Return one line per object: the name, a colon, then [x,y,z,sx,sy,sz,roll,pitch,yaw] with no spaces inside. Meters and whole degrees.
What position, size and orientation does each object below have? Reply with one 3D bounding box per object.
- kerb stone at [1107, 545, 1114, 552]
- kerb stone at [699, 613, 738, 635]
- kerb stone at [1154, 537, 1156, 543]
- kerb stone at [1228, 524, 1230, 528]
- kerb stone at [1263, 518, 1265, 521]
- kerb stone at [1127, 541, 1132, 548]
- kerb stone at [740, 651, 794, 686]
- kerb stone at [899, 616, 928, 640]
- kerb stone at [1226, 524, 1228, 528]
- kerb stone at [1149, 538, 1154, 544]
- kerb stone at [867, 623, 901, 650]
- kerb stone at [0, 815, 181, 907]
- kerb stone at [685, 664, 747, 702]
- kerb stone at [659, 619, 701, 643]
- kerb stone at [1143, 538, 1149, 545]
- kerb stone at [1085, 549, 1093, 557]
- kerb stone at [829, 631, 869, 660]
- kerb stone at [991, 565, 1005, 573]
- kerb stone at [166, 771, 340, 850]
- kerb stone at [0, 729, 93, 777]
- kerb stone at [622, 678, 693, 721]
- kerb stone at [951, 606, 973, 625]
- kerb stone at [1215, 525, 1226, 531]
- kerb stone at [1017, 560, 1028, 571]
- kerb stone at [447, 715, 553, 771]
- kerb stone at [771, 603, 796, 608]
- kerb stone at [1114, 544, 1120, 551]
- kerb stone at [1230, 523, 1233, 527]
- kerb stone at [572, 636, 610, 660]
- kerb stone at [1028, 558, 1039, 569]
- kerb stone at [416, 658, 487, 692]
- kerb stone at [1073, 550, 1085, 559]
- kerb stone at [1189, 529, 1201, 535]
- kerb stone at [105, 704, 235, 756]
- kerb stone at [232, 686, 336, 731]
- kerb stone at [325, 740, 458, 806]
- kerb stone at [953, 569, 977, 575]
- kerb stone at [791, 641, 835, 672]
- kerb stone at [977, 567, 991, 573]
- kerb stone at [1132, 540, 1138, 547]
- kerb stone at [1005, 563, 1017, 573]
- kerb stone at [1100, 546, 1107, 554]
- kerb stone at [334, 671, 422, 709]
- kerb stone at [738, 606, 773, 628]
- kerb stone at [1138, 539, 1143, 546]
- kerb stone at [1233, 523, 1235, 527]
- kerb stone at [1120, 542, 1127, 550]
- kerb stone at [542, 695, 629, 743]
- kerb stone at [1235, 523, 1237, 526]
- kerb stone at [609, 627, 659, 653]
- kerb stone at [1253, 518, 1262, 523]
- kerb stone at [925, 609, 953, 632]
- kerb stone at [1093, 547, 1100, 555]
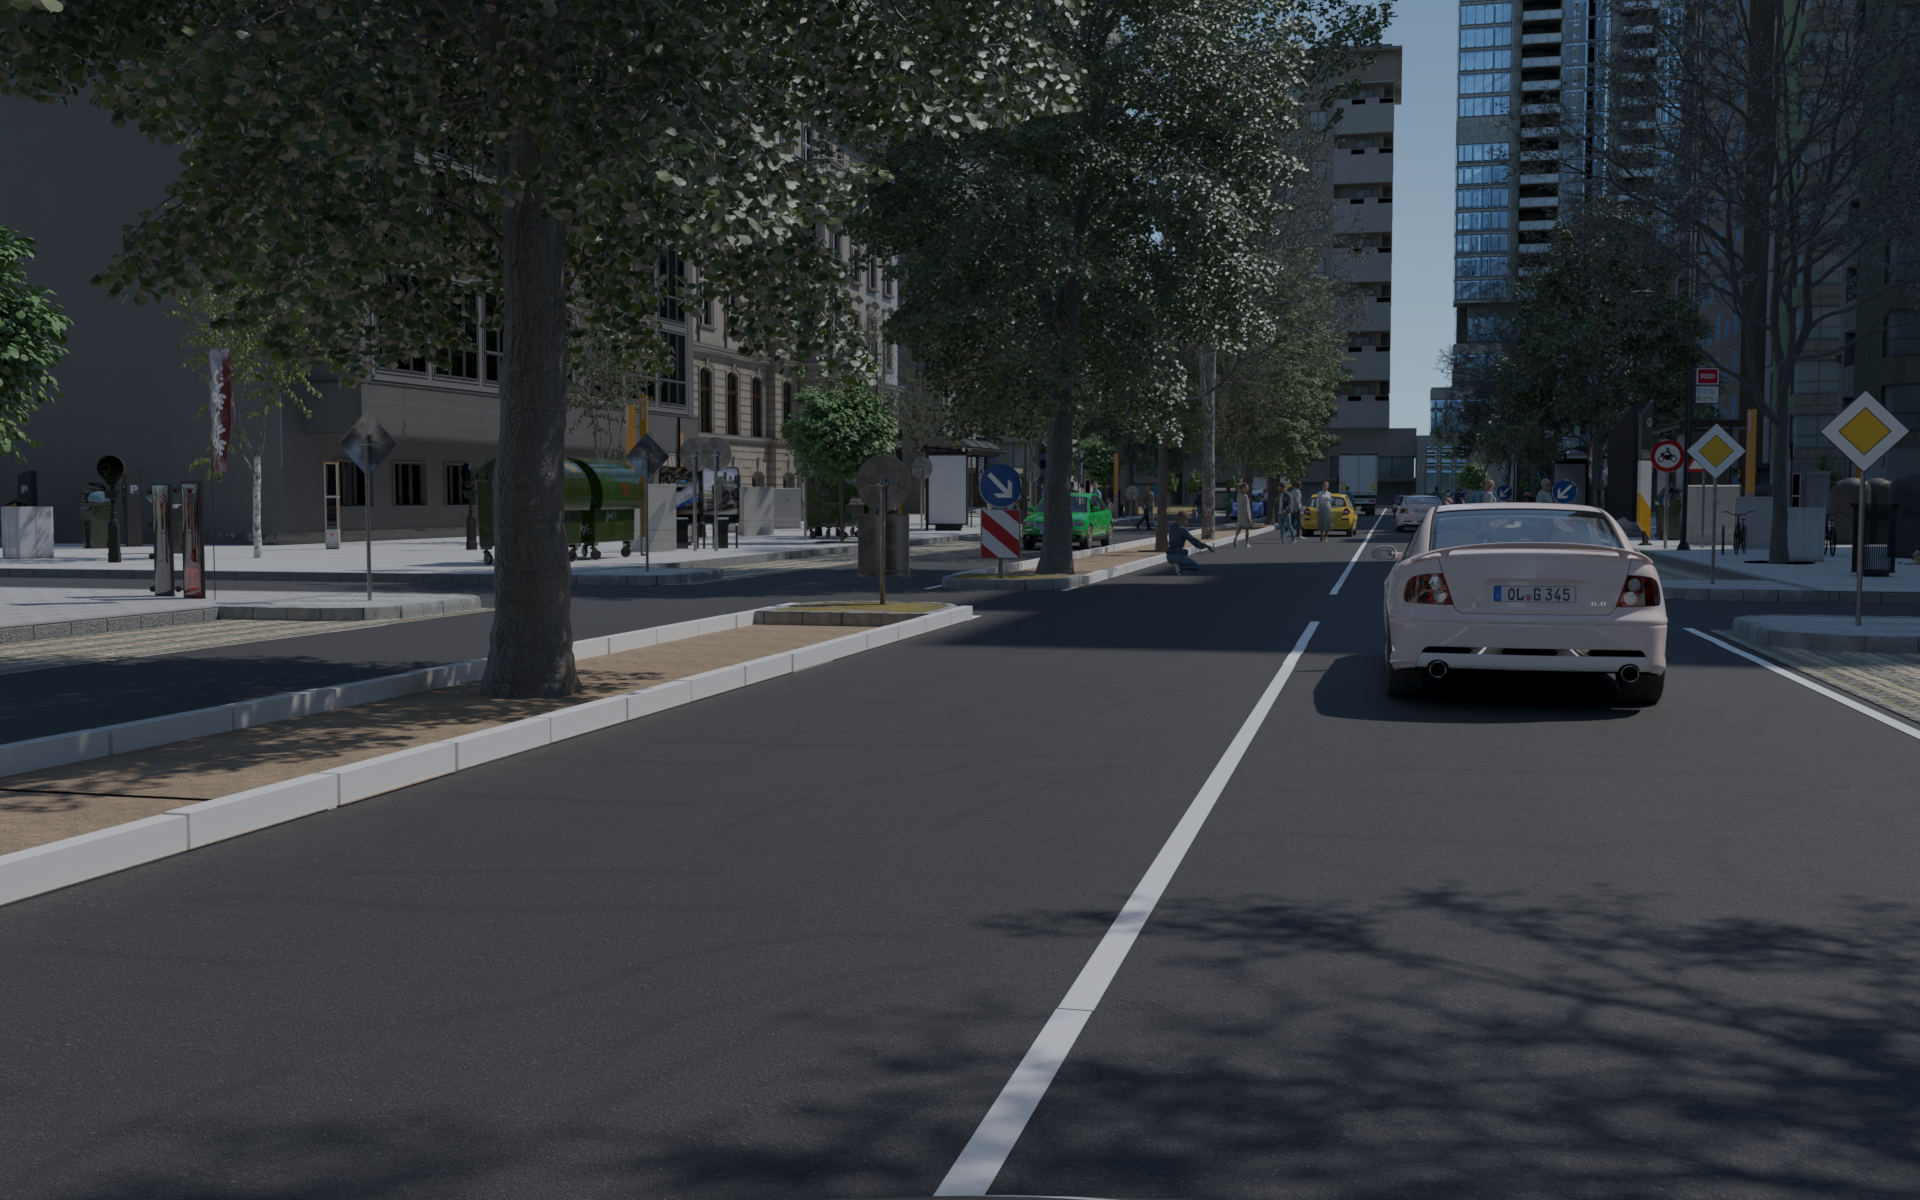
kerb stone: [3.557,-1.221,42.314,0.120,0.150,1.000,1,4,14]
kerb stone: [-2.566,0.262,17.938,0.120,0.150,1.000,1,4,14]
kerb stone: [5.565,-1.716,50.266,0.120,0.150,1.000,1,4,14]
kerb stone: [11.050,-3.054,72.128,0.120,0.150,1.000,1,4,14]
kerb stone: [15.801,-4.210,91.030,0.120,0.150,1.000,1,4,14]
kerb stone: [4.310,-1.413,45.301,0.120,0.150,1.000,1,4,14]
kerb stone: [-1.531,0.537,13.415,0.120,0.150,1.000,1,4,14]
kerb stone: [-0.533,0.297,17.383,0.120,0.150,1.000,1,4,14]
kerb stone: [10.812,-2.992,71.134,0.120,0.150,1.000,1,4,14]
kerb stone: [5.309,-1.656,49.276,0.120,0.150,1.000,1,4,14]
kerb stone: [-0.783,0.355,16.392,0.120,0.150,1.000,1,4,14]
kerb stone: [-3.276,0.967,6.463,0.120,0.150,1.000,1,4,14]
kerb stone: [-1.783,0.598,12.418,0.120,0.150,1.000,1,4,14]
kerb stone: [-2.811,0.321,16.944,0.120,0.150,1.000,1,4,14]
kerb stone: [5.065,-1.596,48.283,0.120,0.150,1.000,1,4,14]
kerb stone: [2.817,-1.048,39.327,0.120,0.150,1.000,1,4,14]
kerb stone: [-1.034,0.417,15.401,0.120,0.150,1.000,1,4,14]
kerb stone: [0.568,-0.498,30.375,0.120,0.150,1.000,1,4,14]
kerb stone: [-3.030,0.901,7.457,0.120,0.150,1.000,1,4,14]
kerb stone: [-4.818,0.809,8.961,0.120,0.150,1.000,1,4,14]
kerb stone: [-2.028,0.662,11.422,0.120,0.150,1.000,1,4,14]
kerb stone: [-0.036,0.173,19.373,0.120,0.150,1.000,1,4,14]
kerb stone: [10.553,-2.931,70.145,0.120,0.150,1.000,1,4,14]
kerb stone: [1.070,-0.617,32.367,0.120,0.150,1.000,1,4,14]
kerb stone: [-2.526,0.781,9.439,0.120,0.150,1.000,1,4,14]
kerb stone: [-2.063,0.139,19.928,0.120,0.150,1.000,1,4,14]
kerb stone: [3.813,-1.291,43.308,0.120,0.150,1.000,1,4,14]
kerb stone: [11.308,-3.115,73.122,0.120,0.150,1.000,1,4,14]
kerb stone: [-3.316,0.443,14.948,0.120,0.150,1.000,1,4,14]
kerb stone: [1.321,-0.681,33.357,0.120,0.150,1.000,1,4,14]
kerb stone: [-3.812,0.567,12.952,0.120,0.150,1.000,1,4,14]
kerb stone: [2.561,-0.987,38.332,0.120,0.150,1.000,1,4,14]
kerb stone: [8.311,-2.386,61.205,0.120,0.150,1.000,1,4,14]
kerb stone: [-4.562,0.750,9.955,0.120,0.150,1.000,1,4,14]
kerb stone: [-4.313,0.688,10.950,0.120,0.150,1.000,1,4,14]
kerb stone: [-2.780,0.841,8.448,0.120,0.150,1.000,1,4,14]
kerb stone: [0.060,-0.378,28.379,0.120,0.150,1.000,1,4,14]
kerb stone: [-1.272,0.477,14.404,0.120,0.150,1.000,1,4,14]
kerb stone: [0.309,-0.439,29.372,0.120,0.150,1.000,1,4,14]
kerb stone: [4.562,-1.474,46.295,0.120,0.150,1.000,1,4,14]
kerb stone: [0.815,-0.556,31.368,0.120,0.150,1.000,1,4,14]
kerb stone: [3.314,-1.170,41.321,0.120,0.150,1.000,1,4,14]
kerb stone: [-4.060,0.632,11.956,0.120,0.150,1.000,1,4,14]
kerb stone: [-2.306,0.202,18.926,0.120,0.150,1.000,1,4,14]
kerb stone: [4.807,-1.535,47.294,0.120,0.150,1.000,1,4,14]
kerb stone: [11.552,-3.176,74.115,0.120,0.150,1.000,1,4,14]
kerb stone: [4.070,-1.352,44.307,0.120,0.150,1.000,1,4,14]
kerb stone: [-2.281,0.720,10.431,0.120,0.150,1.000,1,4,14]
kerb stone: [11.804,-3.235,75.106,0.120,0.150,1.000,1,4,14]
kerb stone: [-3.058,0.382,15.946,0.120,0.150,1.000,1,4,14]
kerb stone: [15.305,-4.088,89.033,0.120,0.150,1.000,1,4,14]
kerb stone: [-0.284,0.234,18.377,0.120,0.150,1.000,1,4,14]
kerb stone: [3.063,-1.109,40.323,0.120,0.150,1.000,1,4,14]
